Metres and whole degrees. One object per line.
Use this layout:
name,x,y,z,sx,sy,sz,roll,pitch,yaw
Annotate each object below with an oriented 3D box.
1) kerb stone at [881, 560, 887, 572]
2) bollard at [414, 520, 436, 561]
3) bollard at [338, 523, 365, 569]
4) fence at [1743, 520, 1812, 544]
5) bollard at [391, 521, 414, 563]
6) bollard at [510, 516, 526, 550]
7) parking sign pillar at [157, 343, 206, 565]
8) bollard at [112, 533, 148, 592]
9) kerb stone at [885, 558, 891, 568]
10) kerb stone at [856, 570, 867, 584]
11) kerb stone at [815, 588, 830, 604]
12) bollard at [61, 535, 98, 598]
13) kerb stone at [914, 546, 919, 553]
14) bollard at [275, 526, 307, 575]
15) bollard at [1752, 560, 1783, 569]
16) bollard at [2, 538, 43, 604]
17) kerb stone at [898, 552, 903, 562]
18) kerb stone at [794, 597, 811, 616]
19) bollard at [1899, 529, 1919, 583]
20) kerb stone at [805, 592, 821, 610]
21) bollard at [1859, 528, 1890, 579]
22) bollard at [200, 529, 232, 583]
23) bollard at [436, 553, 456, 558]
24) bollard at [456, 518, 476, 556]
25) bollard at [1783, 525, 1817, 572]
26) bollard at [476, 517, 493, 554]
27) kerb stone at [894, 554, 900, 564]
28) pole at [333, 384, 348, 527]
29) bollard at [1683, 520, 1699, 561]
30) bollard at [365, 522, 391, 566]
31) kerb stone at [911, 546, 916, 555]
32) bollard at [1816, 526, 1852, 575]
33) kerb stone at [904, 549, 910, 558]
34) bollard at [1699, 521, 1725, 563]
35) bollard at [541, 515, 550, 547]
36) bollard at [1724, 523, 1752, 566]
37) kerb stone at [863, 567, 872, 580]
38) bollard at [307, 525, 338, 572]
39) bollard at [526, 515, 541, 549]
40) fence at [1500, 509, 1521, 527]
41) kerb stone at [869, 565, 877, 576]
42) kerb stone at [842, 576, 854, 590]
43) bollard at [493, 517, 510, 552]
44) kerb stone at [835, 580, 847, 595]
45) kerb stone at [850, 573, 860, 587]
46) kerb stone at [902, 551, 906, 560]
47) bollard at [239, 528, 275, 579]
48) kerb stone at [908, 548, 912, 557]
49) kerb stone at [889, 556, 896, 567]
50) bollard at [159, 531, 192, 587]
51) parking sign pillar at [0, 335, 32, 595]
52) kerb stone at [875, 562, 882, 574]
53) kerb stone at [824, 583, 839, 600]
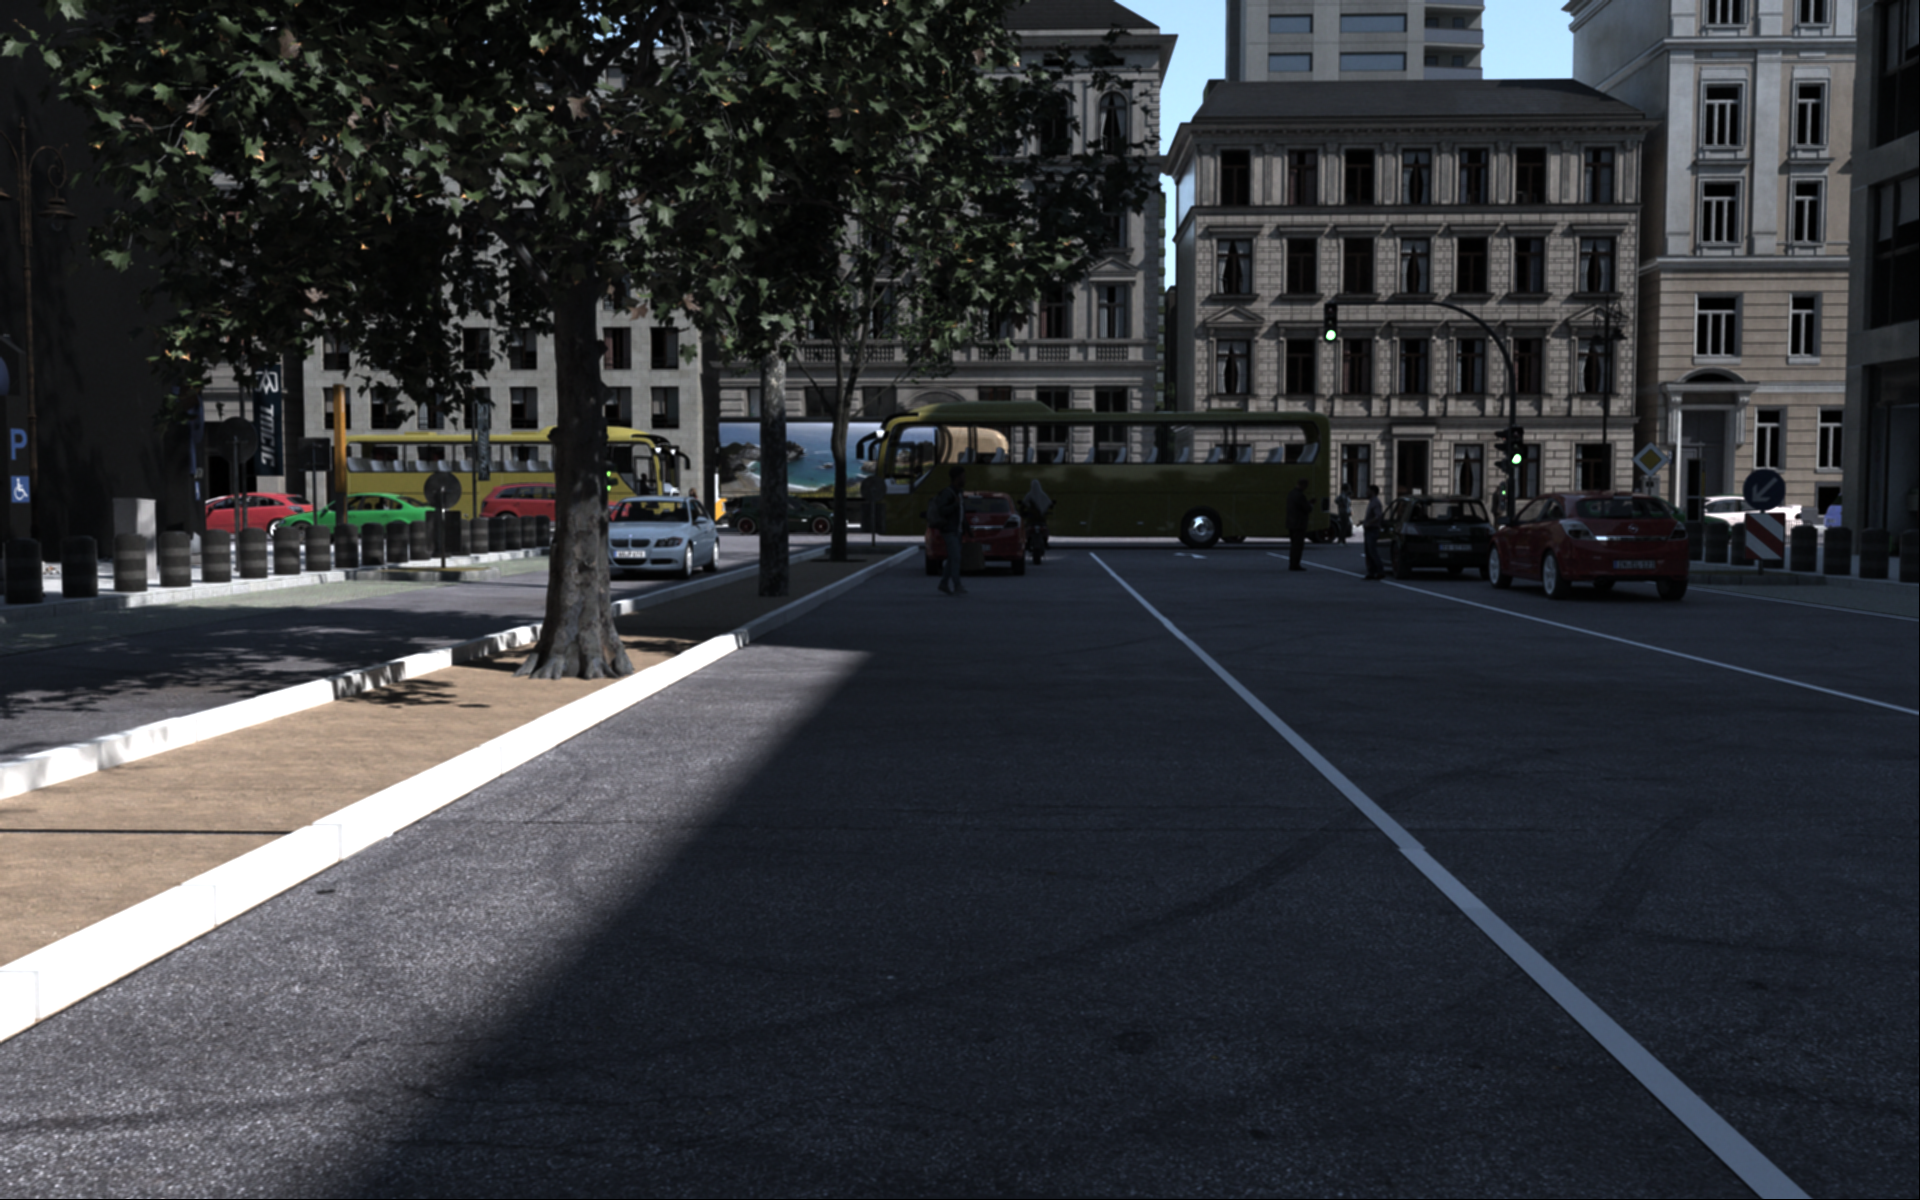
kerb stone,-1.485,-0.592,31.932,0.120,0.150,1.000,0,4,2
bollard,-10.486,-1.155,33.602,0.404,0.777,0.398,0,3,0
bollard,-10.629,-0.935,30.000,0.404,0.777,0.398,0,3,0
fence,18.663,-1.480,39.580,0.278,0.683,2.069,-1,4,-20
bollard,-10.534,-1.082,32.402,0.404,0.777,0.398,0,3,0
bollard,-10.253,-1.524,39.634,0.404,0.777,0.398,0,3,0
parking sign pillar,-14.173,-2.641,31.660,1.447,3.967,1.447,-1,4,-12
bollard,-10.909,-0.492,22.763,0.404,0.777,0.398,0,3,0
kerb stone,-1.455,-0.654,32.962,0.120,0.150,1.000,0,4,2
kerb stone,-1.648,-0.345,27.830,0.120,0.150,1.000,0,4,2
kerb stone,-1.855,-0.026,22.678,0.120,0.150,1.000,0,4,2
bollard,-10.954,-0.418,21.546,0.404,0.777,0.398,0,3,0
kerb stone,-1.132,-1.163,41.218,0.120,0.150,1.000,0,4,2
bollard,-10.721,-0.787,27.581,0.404,0.777,0.398,0,3,0
bollard,14.039,-0.931,29.937,0.404,0.777,0.398,0,3,0
bollard,-11.003,-0.344,20.334,0.404,0.777,0.398,0,3,0
kerb stone,-1.329,-0.845,36.048,0.120,0.150,1.000,0,4,2
kerb stone,-1.926,0.096,20.624,0.120,0.150,1.000,0,4,2
bollard,13.853,-0.636,25.114,0.404,0.777,0.398,0,3,0
kerb stone,-1.887,0.033,21.648,0.120,0.150,1.000,0,4,2
bollard,13.897,-0.710,26.323,0.404,0.777,0.398,0,3,0
bollard,-10.815,-0.640,25.174,0.404,0.777,0.398,0,3,0
bollard,-10.441,-1.229,34.805,0.404,0.777,0.398,0,3,0
bollard,-10.391,-1.303,36.016,0.404,0.777,0.398,0,3,0
bollard,13.993,-0.857,28.724,0.404,0.777,0.398,0,3,0
bollard,-10.346,-1.376,37.217,0.404,0.777,0.398,0,3,0
kerb stone,-1.371,-0.785,35.023,0.120,0.150,1.000,0,4,2
pole,-11.542,-2.351,32.281,0.158,3.312,0.155,0,3,0
bollard,14.177,-1.152,33.552,0.404,0.777,0.398,0,3,0
bollard,-10.581,-1.008,31.201,0.404,0.777,0.398,0,3,0
kerb stone,-1.178,-1.100,40.177,0.120,0.150,1.000,0,4,2
bollard,13.944,-0.783,27.524,0.404,0.777,0.398,0,3,0
kerb stone,-1.257,-0.971,38.114,0.120,0.150,1.000,0,4,2
bollard,14.132,-1.078,32.345,0.404,0.777,0.398,0,3,0
bollard,-10.159,-1.672,42.054,0.404,0.777,0.398,0,3,0
bollard,14.083,-1.005,31.145,0.404,0.777,0.398,0,3,0
kerb stone,-1.616,-0.407,28.855,0.120,0.150,1.000,0,4,2
bollard,-10.673,-0.860,28.785,0.404,0.777,0.398,0,3,0
bollard,-10.204,-1.598,40.837,0.404,0.777,0.398,0,3,0
fence,21.876,-3.198,67.664,0.278,0.683,2.069,-2,4,-30
kerb stone,-1.576,-0.470,29.883,0.120,0.150,1.000,0,4,2
kerb stone,-1.731,-0.214,25.763,0.120,0.150,1.000,0,4,2
bollard,-10.300,-1.450,38.431,0.404,0.777,0.398,0,3,0
kerb stone,-1.768,-0.156,24.738,0.120,0.150,1.000,0,4,2
kerb stone,-1.692,-0.281,26.801,0.120,0.150,1.000,0,4,2
kerb stone,-1.296,-0.911,37.083,0.120,0.150,1.000,0,4,2
bollard,-10.766,-0.713,26.380,0.404,0.777,0.398,0,3,0
kerb stone,-1.225,-1.037,39.144,0.120,0.150,1.000,0,4,2
kerb stone,-1.411,-0.722,33.999,0.120,0.150,1.000,0,4,2
bollard,-10.860,-0.566,23.963,0.404,0.777,0.398,0,3,0
parking sign pillar,-12.708,-2.069,22.305,1.447,3.967,1.447,1,4,9
kerb stone,-1.537,-0.533,30.907,0.120,0.150,1.000,0,4,2
kerb stone,-1.808,-0.092,23.702,0.120,0.150,1.000,0,4,2
